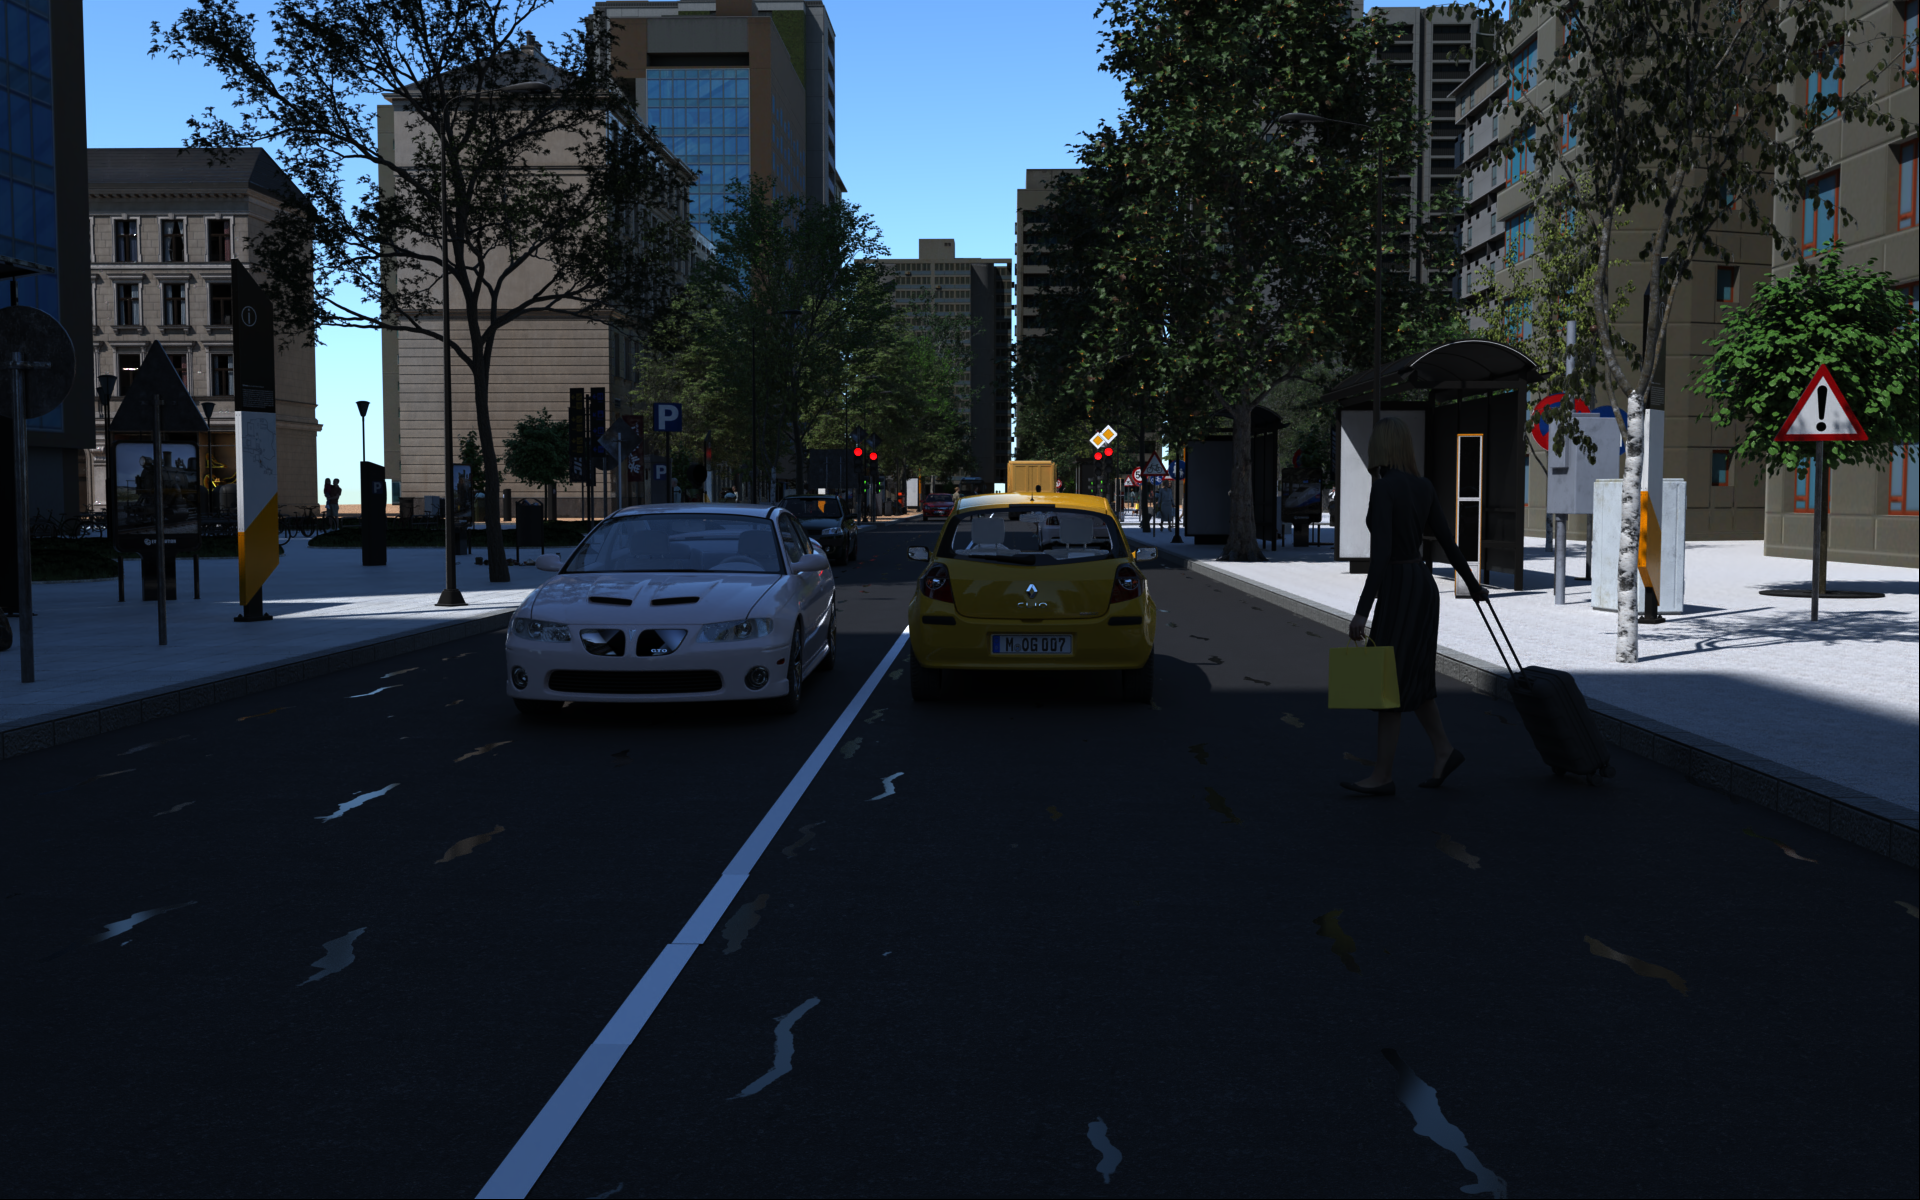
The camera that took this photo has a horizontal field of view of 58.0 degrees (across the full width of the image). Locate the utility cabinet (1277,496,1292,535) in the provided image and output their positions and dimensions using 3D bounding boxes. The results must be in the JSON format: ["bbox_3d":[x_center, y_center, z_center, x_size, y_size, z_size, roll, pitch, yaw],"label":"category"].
[{"bbox_3d":[10.300,-2.699,55.288,0.306,1.237,1.020,2,4,28],"label":"utility cabinet"}]

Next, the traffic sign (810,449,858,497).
[{"bbox_3d":[-5.704,-5.167,78.361,2.265,3.308,0.079,1,4,10],"label":"traffic sign"}]

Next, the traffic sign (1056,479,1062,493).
[{"bbox_3d":[8.100,-8.824,144.383,0.768,2.556,0.104,0,4,6],"label":"traffic sign"}]

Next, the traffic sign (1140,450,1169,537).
[{"bbox_3d":[5.780,-3.150,51.510,0.884,2.594,0.081,0,4,6],"label":"traffic sign"}]

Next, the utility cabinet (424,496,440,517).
[{"bbox_3d":[-20.389,-3.411,66.925,0.306,1.237,1.020,-2,4,-34],"label":"utility cabinet"}]

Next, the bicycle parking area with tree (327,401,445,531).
[{"bbox_3d":[-20.878,-4.097,53.989,8.231,4.147,9.016,1,4,22],"label":"bicycle parking area with tree"}]

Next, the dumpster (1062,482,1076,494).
[{"bbox_3d":[9.079,-8.466,140.905,1.502,2.255,1.985,0,4,1],"label":"dumpster"}]

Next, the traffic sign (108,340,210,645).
[{"bbox_3d":[-6.775,-0.895,14.645,0.884,2.594,0.081,0,4,5],"label":"traffic sign"}]

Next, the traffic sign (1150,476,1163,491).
[{"bbox_3d":[11.613,-6.262,102.482,0.768,2.556,0.104,1,4,11],"label":"traffic sign"}]

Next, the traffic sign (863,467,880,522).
[{"bbox_3d":[-4.102,-4.893,80.108,0.768,2.556,0.104,1,4,11],"label":"traffic sign"}]

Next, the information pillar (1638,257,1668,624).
[{"bbox_3d":[6.823,-1.572,17.060,0.183,3.616,0.504,3,4,38],"label":"information pillar"}]

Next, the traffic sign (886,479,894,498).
[{"bbox_3d":[-5.955,-8.886,145.386,0.768,2.556,0.104,1,4,10],"label":"traffic sign"}]

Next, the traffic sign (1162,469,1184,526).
[{"bbox_3d":[8.236,-4.099,67.024,0.884,2.594,0.081,0,4,4],"label":"traffic sign"}]

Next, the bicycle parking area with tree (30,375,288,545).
[{"bbox_3d":[-21.524,-3.494,44.126,9.016,4.147,8.231,-1,4,-13],"label":"bicycle parking area with tree"}]

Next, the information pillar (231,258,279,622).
[{"bbox_3d":[-7.120,-1.599,17.493,0.183,3.616,0.504,1,4,21],"label":"information pillar"}]

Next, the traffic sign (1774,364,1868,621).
[{"bbox_3d":[8.623,-1.064,17.403,0.884,2.594,0.081,1,4,9],"label":"traffic sign"}]

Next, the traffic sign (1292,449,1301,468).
[{"bbox_3d":[9.324,-2.845,46.628,0.768,2.556,0.104,1,4,9],"label":"traffic sign"}]

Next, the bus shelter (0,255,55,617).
[{"bbox_3d":[-10.338,-1.453,15.037,1.731,3.624,6.357,0,4,2],"label":"bus shelter"}]

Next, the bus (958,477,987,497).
[{"bbox_3d":[1.266,-11.737,186.754,2.948,3.499,13.247,0,4,0],"label":"bus"}]

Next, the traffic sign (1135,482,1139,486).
[{"bbox_3d":[11.432,-6.703,109.696,0.768,2.556,0.104,0,4,3],"label":"traffic sign"}]

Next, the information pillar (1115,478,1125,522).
[{"bbox_3d":[7.362,-4.602,79.726,0.304,2.012,0.304,3,5,41],"label":"information pillar"}]

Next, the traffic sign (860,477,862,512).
[{"bbox_3d":[-7.238,-7.756,126.918,0.768,2.556,0.104,1,4,9],"label":"traffic sign"}]

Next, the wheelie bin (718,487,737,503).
[{"bbox_3d":[-11.085,-4.566,82.557,0.980,1.594,0.693,2,4,34],"label":"wheelie bin"}]

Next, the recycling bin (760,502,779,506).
[{"bbox_3d":[-5.654,-2.482,53.136,0.722,1.027,0.722,3,4,38],"label":"recycling bin"}]

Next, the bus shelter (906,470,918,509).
[{"bbox_3d":[-3.917,-9.541,149.924,2.014,3.302,5.546,0,4,2],"label":"bus shelter"}]

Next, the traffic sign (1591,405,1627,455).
[{"bbox_3d":[9.317,-1.524,25.024,0.768,2.556,0.104,0,4,8],"label":"traffic sign"}]

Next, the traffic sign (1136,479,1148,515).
[{"bbox_3d":[11.097,-6.468,105.855,0.768,2.556,0.104,0,4,3],"label":"traffic sign"}]

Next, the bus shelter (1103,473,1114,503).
[{"bbox_3d":[11.770,-9.279,142.995,1.731,3.624,6.357,0,4,2],"label":"bus shelter"}]

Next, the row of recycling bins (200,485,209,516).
[{"bbox_3d":[-35.542,-4.457,79.991,3.534,1.692,1.069,-1,4,-14],"label":"row of recycling bins"}]

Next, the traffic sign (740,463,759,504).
[{"bbox_3d":[-8.381,-4.205,68.853,0.768,2.556,0.104,0,4,4],"label":"traffic sign"}]

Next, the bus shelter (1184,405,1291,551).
[{"bbox_3d":[6.421,-2.901,41.363,2.014,3.302,5.546,0,4,2],"label":"bus shelter"}]

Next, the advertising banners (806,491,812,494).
[{"bbox_3d":[-8.135,-6.003,94.342,0.090,3.025,2.074,0,4,6],"label":"advertising banners"}]

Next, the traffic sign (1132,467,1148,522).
[{"bbox_3d":[8.381,-4.922,80.587,0.768,2.556,0.104,1,4,11],"label":"traffic sign"}]

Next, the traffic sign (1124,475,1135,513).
[{"bbox_3d":[11.461,-7.208,117.857,0.884,2.594,0.081,0,4,7],"label":"traffic sign"}]

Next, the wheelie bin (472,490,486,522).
[{"bbox_3d":[-22.168,-4.403,79.892,0.980,1.594,0.693,3,5,41],"label":"wheelie bin"}]

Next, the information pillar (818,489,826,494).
[{"bbox_3d":[-7.472,-6.277,93.980,0.504,3.616,0.183,2,4,32],"label":"information pillar"}]

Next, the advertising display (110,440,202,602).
[{"bbox_3d":[-9.660,-0.956,20.843,0.974,1.923,0.123,-3,4,-38],"label":"advertising display"}]

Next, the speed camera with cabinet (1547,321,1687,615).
[{"bbox_3d":[7.270,-1.522,19.227,0.660,3.252,2.038,-1,4,-8],"label":"speed camera with cabinet"}]

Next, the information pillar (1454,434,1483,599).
[{"bbox_3d":[6.250,-1.027,21.285,0.304,2.012,0.304,1,4,15],"label":"information pillar"}]

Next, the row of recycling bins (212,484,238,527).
[{"bbox_3d":[-29.074,-3.847,70.004,1.069,1.692,3.534,0,4,-6],"label":"row of recycling bins"}]

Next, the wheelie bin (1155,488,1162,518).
[{"bbox_3d":[10.818,-5.212,93.126,0.693,1.594,0.980,3,5,40],"label":"wheelie bin"}]

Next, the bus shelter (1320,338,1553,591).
[{"bbox_3d":[6.758,-1.920,25.318,2.014,3.302,5.546,0,4,2],"label":"bus shelter"}]

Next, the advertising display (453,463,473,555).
[{"bbox_3d":[-10.514,-1.911,36.456,0.123,1.923,0.974,0,4,8],"label":"advertising display"}]

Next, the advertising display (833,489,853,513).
[{"bbox_3d":[-5.352,-4.539,79.421,0.974,1.923,0.123,-2,4,-30],"label":"advertising display"}]

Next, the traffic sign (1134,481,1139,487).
[{"bbox_3d":[12.371,-7.282,119.172,0.768,2.556,0.104,0,4,3],"label":"traffic sign"}]

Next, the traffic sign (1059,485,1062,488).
[{"bbox_3d":[8.605,-9.332,152.684,0.768,2.556,0.104,0,4,6],"label":"traffic sign"}]

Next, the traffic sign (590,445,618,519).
[{"bbox_3d":[-7.719,-2.299,37.698,0.768,2.556,0.104,1,4,10],"label":"traffic sign"}]

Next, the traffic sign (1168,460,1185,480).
[{"bbox_3d":[8.072,-3.913,64.089,0.768,2.556,0.104,0,4,3],"label":"traffic sign"}]

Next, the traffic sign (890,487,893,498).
[{"bbox_3d":[-6.060,-9.248,151.316,0.768,2.556,0.104,0,4,6],"label":"traffic sign"}]

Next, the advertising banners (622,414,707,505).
[{"bbox_3d":[-6.601,-2.603,38.749,2.074,3.025,0.090,-3,4,-37],"label":"advertising banners"}]

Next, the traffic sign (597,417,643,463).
[{"bbox_3d":[-5.820,-1.827,29.608,0.795,2.593,0.064,0,4,6],"label":"traffic sign"}]

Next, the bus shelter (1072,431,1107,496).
[{"bbox_3d":[7.895,-7.742,104.206,2.179,5.291,8.768,0,4,1],"label":"bus shelter"}]

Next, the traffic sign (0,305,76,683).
[{"bbox_3d":[-6.354,-0.711,11.729,0.768,2.556,0.104,0,4,3],"label":"traffic sign"}]

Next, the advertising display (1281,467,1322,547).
[{"bbox_3d":[8.296,-2.255,42.076,0.974,1.923,0.123,0,4,8],"label":"advertising display"}]

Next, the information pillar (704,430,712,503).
[{"bbox_3d":[-9.197,-4.395,63.220,0.183,3.616,0.504,1,4,14],"label":"information pillar"}]

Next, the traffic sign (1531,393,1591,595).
[{"bbox_3d":[7.563,-1.330,21.859,0.768,2.556,0.104,0,4,8],"label":"traffic sign"}]

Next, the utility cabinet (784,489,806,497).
[{"bbox_3d":[-7.524,-4.299,78.973,0.318,1.500,1.173,2,4,35],"label":"utility cabinet"}]

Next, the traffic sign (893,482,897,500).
[{"bbox_3d":[-5.527,-9.016,147.511,0.768,2.556,0.104,0,4,6],"label":"traffic sign"}]

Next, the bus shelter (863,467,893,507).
[{"bbox_3d":[-6.161,-8.307,129.747,2.014,3.302,5.546,0,4,2],"label":"bus shelter"}]
